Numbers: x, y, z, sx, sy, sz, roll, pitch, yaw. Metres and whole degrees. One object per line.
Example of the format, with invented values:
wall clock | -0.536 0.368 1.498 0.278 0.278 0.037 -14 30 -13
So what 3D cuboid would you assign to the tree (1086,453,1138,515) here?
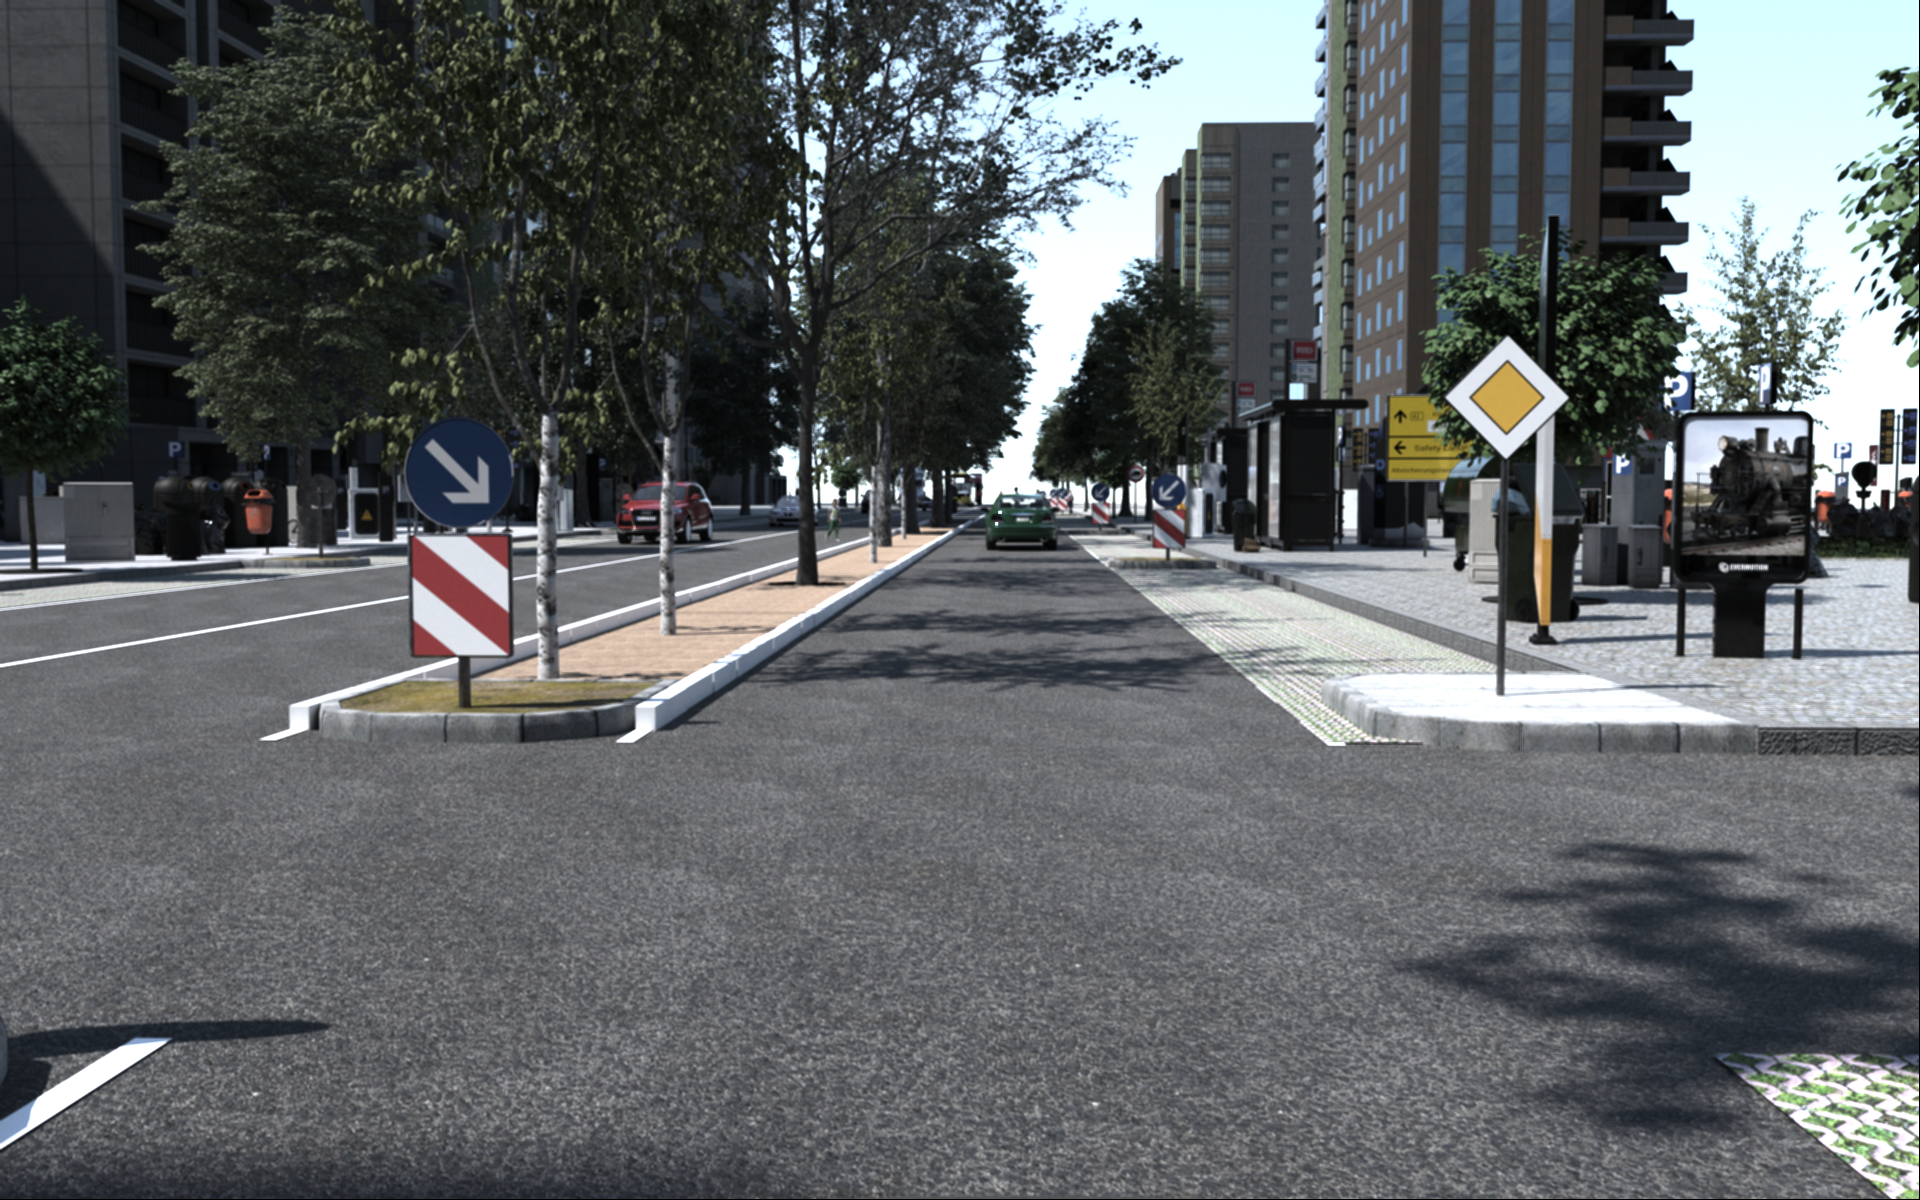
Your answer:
tree | 9.684 -7.632 108.502 4.285 4.588 4.351 0 3 0

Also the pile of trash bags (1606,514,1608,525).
pile of trash bags | 13.680 -1.392 32.510 1.912 1.369 3.447 -2 4 -32

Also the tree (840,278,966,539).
tree | -1.774 -6.212 54.386 4.360 8.622 3.978 0 3 0

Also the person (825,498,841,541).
person | -3.840 -2.428 52.448 0.590 1.304 0.306 3 5 45

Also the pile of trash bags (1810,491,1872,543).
pile of trash bags | 25.417 -2.404 49.051 1.912 1.369 3.447 -1 4 -10

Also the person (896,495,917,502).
person | -3.204 -5.772 102.891 1.348 1.821 0.705 1 4 16

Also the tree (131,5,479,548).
tree | -15.299 -7.498 40.719 7.486 12.596 7.792 0 3 0

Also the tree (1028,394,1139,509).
tree | 10.961 -13.176 149.841 8.767 10.594 7.601 -1 4 -18

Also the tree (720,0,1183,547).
tree | -0.868 -11.437 45.349 12.611 20.169 13.585 0 3 0

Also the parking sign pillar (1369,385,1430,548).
parking sign pillar | 10.702 -3.278 42.070 1.447 3.967 1.447 -2 4 -28

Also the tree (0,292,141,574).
tree | -15.293 -2.735 28.438 4.285 4.588 4.351 0 3 0

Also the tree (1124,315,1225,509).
tree | 8.505 -7.386 71.123 4.737 8.622 4.395 0 3 0

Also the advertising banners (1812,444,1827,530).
advertising banners | 30.438 -3.989 61.404 0.090 3.025 2.074 3 5 43

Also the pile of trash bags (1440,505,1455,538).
pile of trash bags | 15.113 -2.532 51.149 1.912 1.369 3.447 0 4 -5

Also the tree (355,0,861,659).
tree | -2.984 -3.955 17.491 4.737 8.622 4.395 0 3 0

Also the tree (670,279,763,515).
tree | -12.969 -12.077 104.109 9.857 13.997 8.962 0 3 0

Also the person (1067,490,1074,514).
person | 7.148 -6.335 113.023 0.756 1.711 0.436 -3 5 -44

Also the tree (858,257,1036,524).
tree | -0.468 -9.858 81.758 7.486 12.596 7.792 0 3 0

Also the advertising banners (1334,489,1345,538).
advertising banners | 10.988 -3.350 50.955 0.090 3.025 2.074 0 4 -3

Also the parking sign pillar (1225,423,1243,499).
parking sign pillar | 10.468 -4.756 66.229 1.447 3.967 1.447 1 4 22

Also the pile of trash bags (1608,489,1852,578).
pile of trash bags | 12.182 -1.096 27.667 1.912 1.369 3.447 -1 4 -9

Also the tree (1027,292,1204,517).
tree | 9.569 -11.100 98.485 9.611 12.733 9.660 0 3 0

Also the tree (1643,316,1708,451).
tree | 28.788 -7.450 72.169 4.360 8.622 3.978 0 3 0

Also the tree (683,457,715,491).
tree | -13.818 -5.923 91.445 1.663 3.219 1.824 0 3 0

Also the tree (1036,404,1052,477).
tree | 11.215 -16.068 180.841 7.486 12.596 7.792 0 3 0

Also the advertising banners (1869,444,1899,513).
advertising banners | 32.383 -3.937 60.556 0.090 3.025 2.074 0 4 -5

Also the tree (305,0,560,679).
tree | -3.045 -3.660 12.663 4.737 8.622 4.395 0 3 0

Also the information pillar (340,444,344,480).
information pillar | -26.002 -5.001 73.115 0.504 3.616 0.183 3 5 44

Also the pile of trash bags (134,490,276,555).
pile of trash bags | -16.111 -1.652 36.767 3.447 1.369 1.912 1 4 12

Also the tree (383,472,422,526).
tree | -22.519 -4.671 70.979 1.663 3.219 1.824 0 3 0

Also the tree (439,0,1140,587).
tree | -2.423 -6.977 26.903 12.009 13.543 11.850 0 3 0

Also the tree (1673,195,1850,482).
tree | 19.658 -5.622 42.289 4.737 8.622 4.395 0 3 0

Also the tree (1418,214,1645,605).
tree | 6.919 -2.247 20.453 4.285 4.588 4.351 0 3 0

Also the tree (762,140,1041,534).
tree | -1.766 -9.332 61.686 9.857 13.997 8.962 0 3 0

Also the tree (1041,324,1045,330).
tree | -0.882 -10.022 72.970 9.857 13.997 8.962 0 3 0

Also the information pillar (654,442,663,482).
information pillar | -13.553 -5.290 77.846 0.504 3.616 0.183 3 4 36

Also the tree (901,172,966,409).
tree | -1.826 -5.071 35.724 4.737 8.622 4.395 0 3 0

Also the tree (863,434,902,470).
tree | -9.227 -16.346 201.675 8.767 10.594 7.601 2 4 29

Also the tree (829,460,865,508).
tree | -10.758 -11.034 164.125 4.285 4.588 4.351 0 3 0

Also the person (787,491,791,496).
person | -16.426 -9.585 165.748 0.750 1.759 0.617 1 4 22

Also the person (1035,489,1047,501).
person | 5.413 -6.864 120.808 1.350 1.814 0.705 0 4 1

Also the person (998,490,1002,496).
person | 4.404 -10.729 183.851 1.348 1.831 0.705 -3 5 -44

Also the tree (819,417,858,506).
tree | -11.129 -16.042 180.405 7.486 12.596 7.792 0 3 0

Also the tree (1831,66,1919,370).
tree | 6.675 -1.584 9.607 4.285 4.588 4.351 0 3 0

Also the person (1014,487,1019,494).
person | 2.710 -4.587 83.841 0.374 1.781 0.599 1 4 17

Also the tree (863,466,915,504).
tree | -9.061 -19.412 234.397 9.611 12.733 9.660 0 3 0

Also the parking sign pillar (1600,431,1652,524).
parking sign pillar | 19.417 -3.793 50.486 1.447 3.967 1.447 3 4 38

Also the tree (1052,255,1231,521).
tree | 9.407 -10.073 82.813 7.486 12.596 7.792 0 3 0

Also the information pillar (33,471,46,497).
information pillar | -30.534 -4.033 57.294 0.183 3.616 0.504 3 5 41

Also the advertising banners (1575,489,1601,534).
advertising banners | 18.825 -3.479 53.063 2.074 3.025 0.090 -1 4 -22

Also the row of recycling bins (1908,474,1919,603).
row of recycling bins | 12.900 -0.777 19.825 3.534 1.692 1.069 1 4 21

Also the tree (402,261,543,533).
tree | -15.059 -6.359 54.340 4.360 8.622 3.978 0 3 0

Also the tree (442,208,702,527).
tree | -14.701 -9.172 66.972 9.611 12.733 9.660 0 3 0

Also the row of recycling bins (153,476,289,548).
row of recycling bins | -17.625 -2.092 41.325 1.069 1.692 3.534 2 4 27
